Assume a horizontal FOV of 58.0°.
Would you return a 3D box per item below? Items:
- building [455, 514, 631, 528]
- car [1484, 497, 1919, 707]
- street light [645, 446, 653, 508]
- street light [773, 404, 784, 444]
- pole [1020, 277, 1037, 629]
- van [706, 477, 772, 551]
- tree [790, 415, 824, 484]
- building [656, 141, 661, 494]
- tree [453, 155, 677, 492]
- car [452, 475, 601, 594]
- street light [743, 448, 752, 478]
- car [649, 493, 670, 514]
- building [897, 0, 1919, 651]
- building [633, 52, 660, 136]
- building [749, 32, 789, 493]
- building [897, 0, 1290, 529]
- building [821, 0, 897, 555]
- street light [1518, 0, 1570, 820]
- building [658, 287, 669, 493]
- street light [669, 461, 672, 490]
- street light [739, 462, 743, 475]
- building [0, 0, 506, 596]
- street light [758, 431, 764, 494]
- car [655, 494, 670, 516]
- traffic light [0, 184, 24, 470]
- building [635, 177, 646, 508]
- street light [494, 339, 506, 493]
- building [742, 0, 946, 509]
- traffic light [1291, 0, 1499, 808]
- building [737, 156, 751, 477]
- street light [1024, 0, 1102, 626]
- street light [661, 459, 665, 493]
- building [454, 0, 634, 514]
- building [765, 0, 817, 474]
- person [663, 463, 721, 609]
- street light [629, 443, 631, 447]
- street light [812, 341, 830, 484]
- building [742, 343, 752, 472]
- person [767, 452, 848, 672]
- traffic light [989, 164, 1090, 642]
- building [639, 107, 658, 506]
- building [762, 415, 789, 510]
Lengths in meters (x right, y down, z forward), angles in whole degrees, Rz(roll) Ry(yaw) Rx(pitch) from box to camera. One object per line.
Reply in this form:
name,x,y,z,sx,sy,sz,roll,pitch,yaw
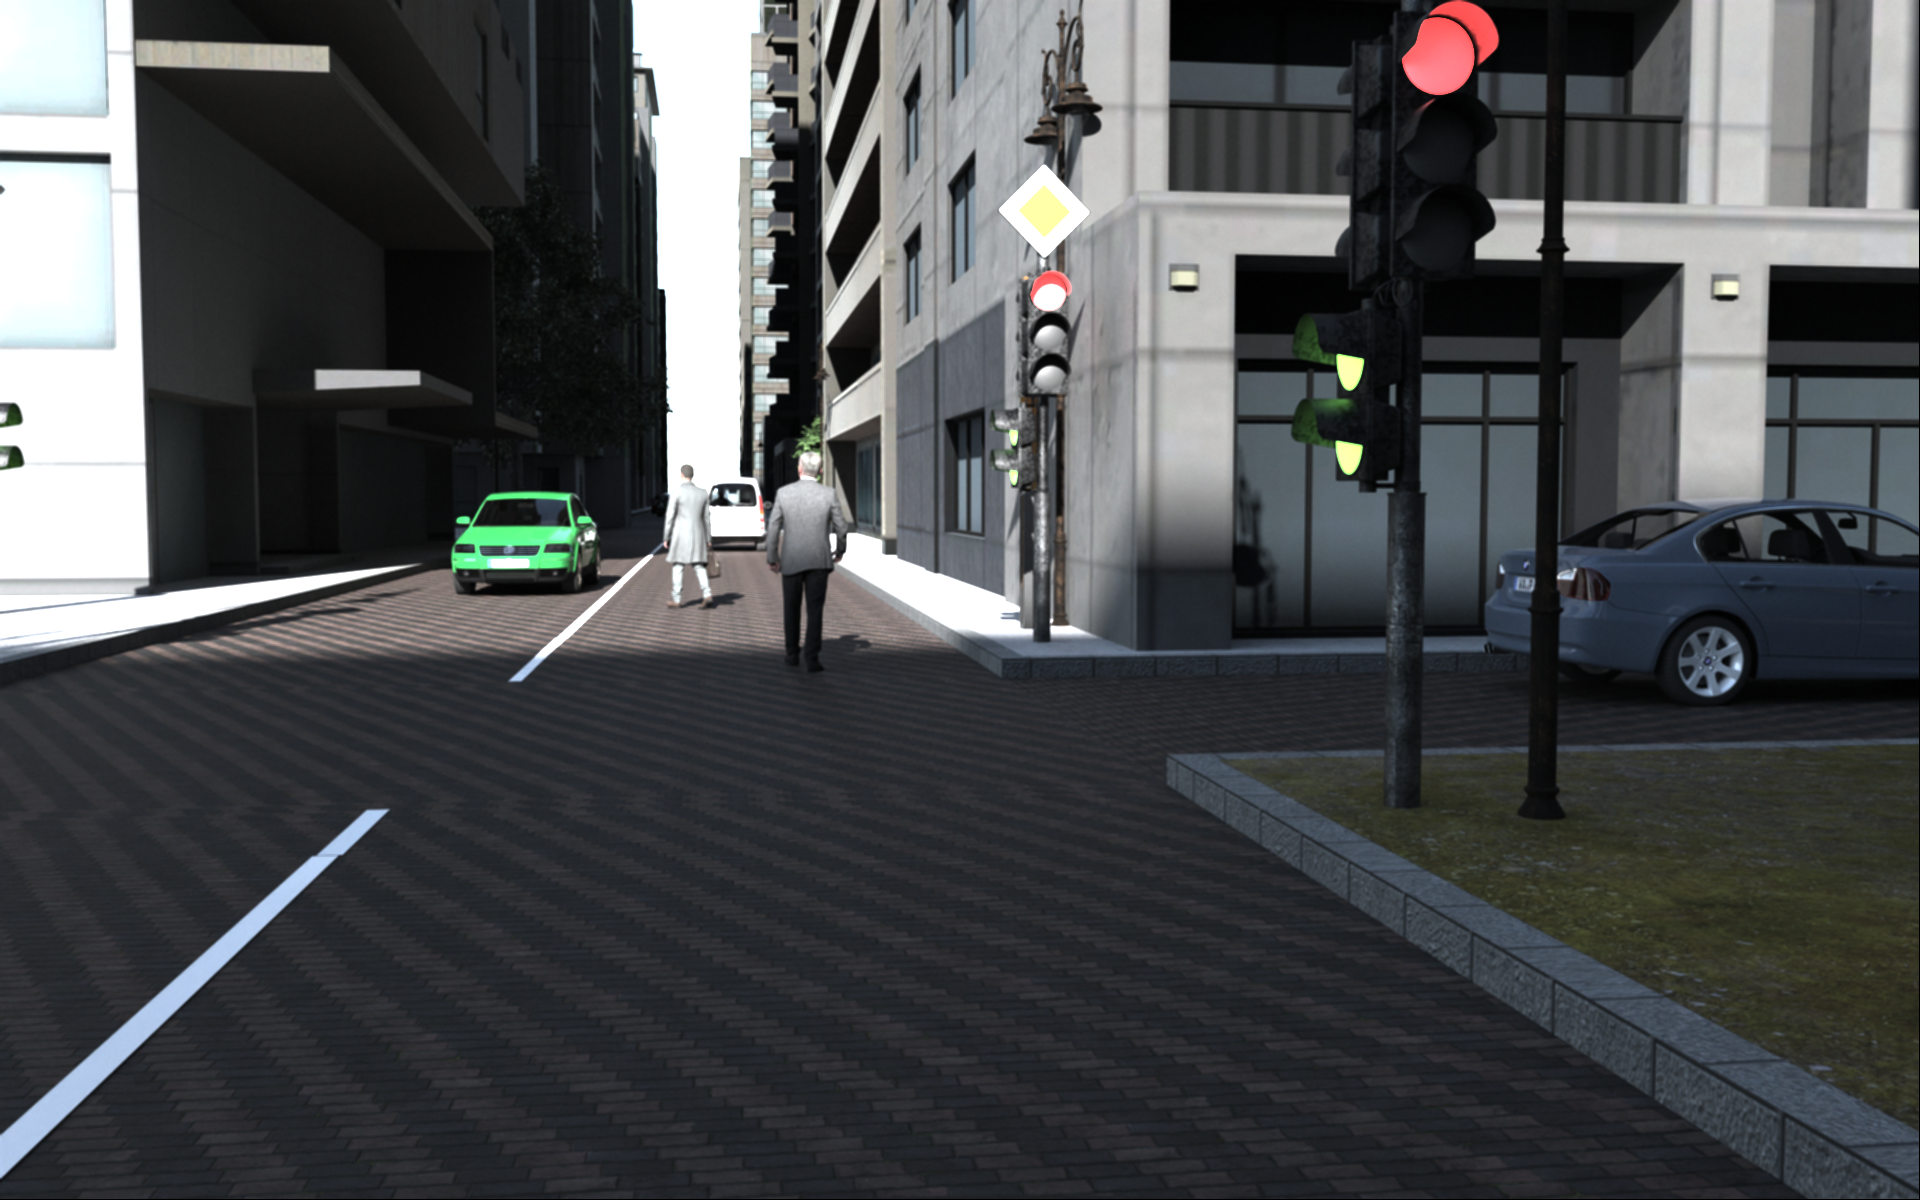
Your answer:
building,-21.060,-23.657,70.380,14.154,41.232,14.086,0,4,-8
car,6.163,-0.039,12.640,4.499,1.417,2.014,-1,4,-8
street light,-29.286,-11.593,162.328,0.468,5.910,1.993,0,4,-8
street light,-9.521,-7.251,91.337,0.468,5.910,1.993,0,4,-8
pole,0.663,-1.381,16.420,0.158,3.312,0.155,0,3,0
van,-5.857,-2.304,44.676,2.013,2.044,4.112,0,4,-8
tree,-4.337,-4.749,61.357,4.285,4.588,4.351,0,3,0
building,-40.559,-31.045,191.177,14.154,41.232,14.086,0,4,-8
tree,-14.818,-8.617,57.901,9.611,12.733,9.660,0,3,0
car,-6.496,-1.064,26.196,1.959,1.807,4.718,0,4,-6
street light,-21.387,-12.384,175.262,0.468,5.910,1.993,0,4,-8
car,-21.885,-7.292,128.265,2.155,1.783,4.494,0,4,-7
building,10.233,-35.795,23.499,20.611,71.187,20.563,0,4,-8
building,-51.085,-37.986,210.308,28.713,52.752,27.495,0,4,-8
building,-12.067,-29.033,158.277,14.154,41.232,14.086,0,4,-8
building,1.892,-39.205,79.248,20.563,71.187,20.611,0,4,-8
building,7.528,-25.862,46.548,21.300,48.544,21.600,0,4,-8
street light,2.317,-2.076,6.725,0.468,5.910,1.993,0,4,-8
building,-46.693,-28.227,233.208,14.160,30.474,14.107,0,4,-8
street light,-40.910,-16.642,244.888,0.468,5.910,1.993,0,4,-8
street light,-26.434,-14.578,211.141,0.468,5.910,1.993,0,4,-8
building,-22.954,-27.016,30.950,28.713,52.752,27.495,0,4,-8
street light,-14.654,-9.456,127.394,0.468,5.910,1.993,0,4,-8
car,-18.687,-6.154,112.412,2.131,1.459,4.920,0,4,-7
traffic light,-7.932,-1.516,13.706,0.839,4.253,0.868,0,4,-8
building,-34.868,-23.156,150.304,14.160,30.474,14.107,0,4,-8
street light,-13.483,-4.742,50.321,0.468,5.910,1.993,0,4,-8
building,-13.355,-45.821,187.419,20.563,71.187,20.611,0,4,-8
traffic light,1.802,-1.107,7.020,0.839,4.253,0.868,0,4,-8
building,-19.573,-37.553,237.700,21.300,48.544,21.600,0,4,-8
street light,0.973,-2.686,16.697,0.468,5.910,1.993,0,4,-8
street light,-35.743,-14.428,208.690,0.468,5.910,1.993,0,4,-8
building,-32.744,-27.634,135.405,14.154,41.232,14.086,0,4,-8
building,-0.665,-27.641,106.561,22.147,44.769,28.867,0,4,-8
person,-3.391,-0.798,21.648,0.694,1.812,0.767,-3,4,-37
street light,-24.234,-9.396,126.412,0.468,5.910,1.993,0,4,-8
street light,-4.207,-4.879,52.558,0.468,5.910,1.993,0,4,-8
building,-12.773,-22.564,213.966,27.650,21.520,28.899,0,4,-8
person,-1.263,-0.328,14.260,0.661,1.777,0.834,-1,4,-9
traffic light,0.693,-1.591,14.928,0.839,4.253,0.868,0,4,-8
building,-38.757,-30.185,177.115,14.154,41.232,14.086,0,4,-8
building,-4.125,-50.313,135.285,22.319,86.520,31.000,0,4,-8
